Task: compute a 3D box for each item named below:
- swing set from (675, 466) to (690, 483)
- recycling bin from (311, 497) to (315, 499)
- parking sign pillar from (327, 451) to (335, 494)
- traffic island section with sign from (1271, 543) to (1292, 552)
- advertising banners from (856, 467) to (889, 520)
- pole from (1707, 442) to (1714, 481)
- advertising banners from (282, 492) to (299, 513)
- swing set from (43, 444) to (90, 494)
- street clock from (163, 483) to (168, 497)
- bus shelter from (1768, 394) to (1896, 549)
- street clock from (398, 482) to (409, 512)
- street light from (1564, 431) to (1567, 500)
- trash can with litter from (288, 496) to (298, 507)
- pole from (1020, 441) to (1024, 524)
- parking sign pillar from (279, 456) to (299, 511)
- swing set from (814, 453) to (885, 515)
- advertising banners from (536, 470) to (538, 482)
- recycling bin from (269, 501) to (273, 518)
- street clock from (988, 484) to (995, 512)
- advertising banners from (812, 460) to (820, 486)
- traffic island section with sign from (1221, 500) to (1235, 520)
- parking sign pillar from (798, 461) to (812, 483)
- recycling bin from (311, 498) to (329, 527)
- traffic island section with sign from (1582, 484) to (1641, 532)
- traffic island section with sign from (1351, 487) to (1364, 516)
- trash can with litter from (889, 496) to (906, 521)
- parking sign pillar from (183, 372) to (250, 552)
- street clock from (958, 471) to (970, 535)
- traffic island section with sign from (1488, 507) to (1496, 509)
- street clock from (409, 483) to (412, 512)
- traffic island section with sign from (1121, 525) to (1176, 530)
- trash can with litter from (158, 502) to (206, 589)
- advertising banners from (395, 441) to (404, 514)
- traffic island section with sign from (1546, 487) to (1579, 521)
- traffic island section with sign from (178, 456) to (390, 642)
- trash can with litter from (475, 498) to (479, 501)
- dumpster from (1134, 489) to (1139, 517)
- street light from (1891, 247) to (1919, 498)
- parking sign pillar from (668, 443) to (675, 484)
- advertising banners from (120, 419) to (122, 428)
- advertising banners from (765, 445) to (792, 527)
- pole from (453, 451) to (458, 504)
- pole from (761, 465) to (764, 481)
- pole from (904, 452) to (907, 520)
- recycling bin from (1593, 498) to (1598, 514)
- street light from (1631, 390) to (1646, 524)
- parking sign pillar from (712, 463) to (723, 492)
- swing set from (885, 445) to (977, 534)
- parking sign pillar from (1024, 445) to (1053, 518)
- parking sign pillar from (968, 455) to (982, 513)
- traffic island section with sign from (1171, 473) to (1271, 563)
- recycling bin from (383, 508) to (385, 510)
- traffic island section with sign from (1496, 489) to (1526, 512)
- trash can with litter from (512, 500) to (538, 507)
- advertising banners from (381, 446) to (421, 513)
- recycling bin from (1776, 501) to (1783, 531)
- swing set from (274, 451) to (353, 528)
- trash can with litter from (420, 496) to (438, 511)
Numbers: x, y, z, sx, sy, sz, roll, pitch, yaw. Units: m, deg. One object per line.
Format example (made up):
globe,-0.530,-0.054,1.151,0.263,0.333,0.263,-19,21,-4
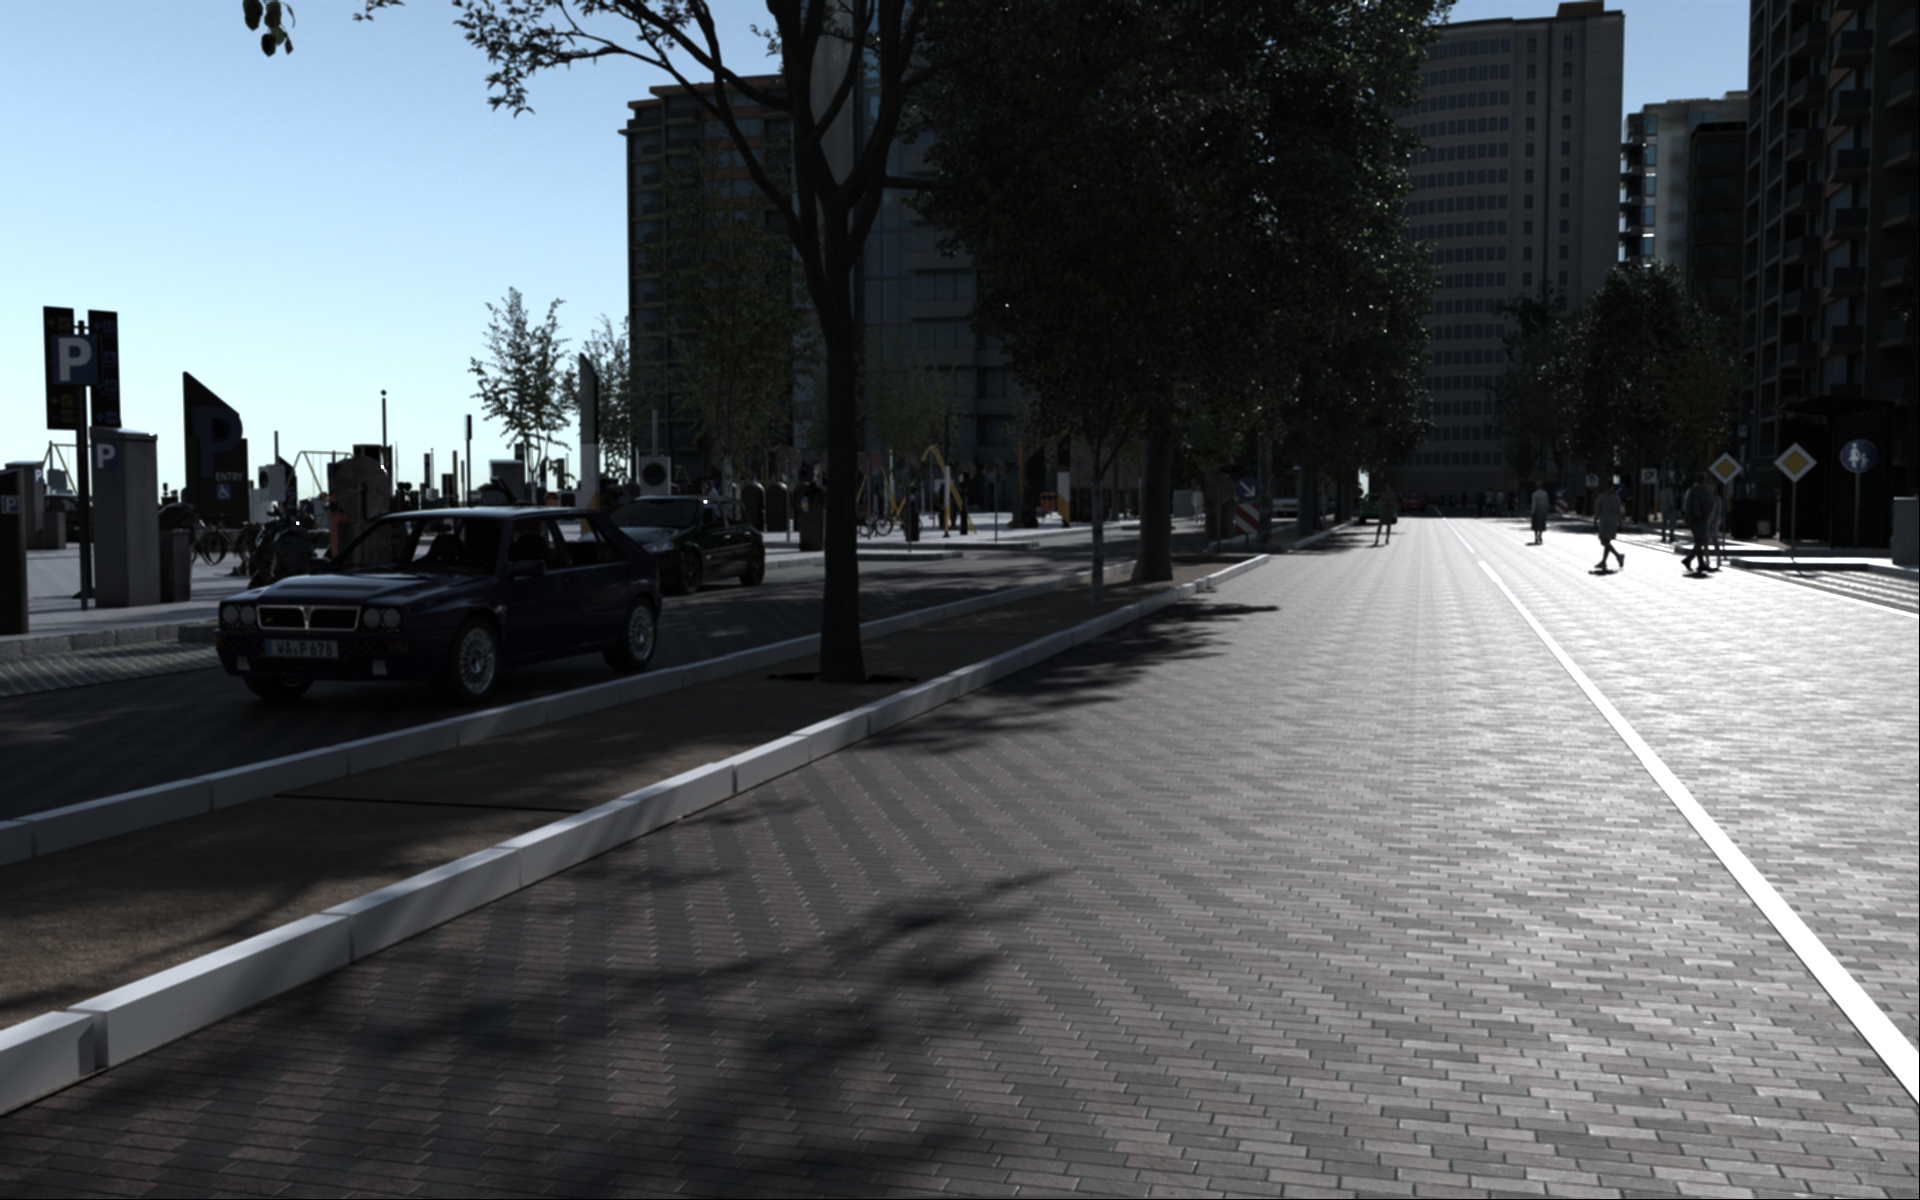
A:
swing set,-16.276,-6.101,97.365,2.862,2.851,3.119,-3,4,-39
recycling bin,-48.422,-7.204,130.346,0.722,1.027,0.722,-1,4,-9
parking sign pillar,-38.827,-7.255,107.089,1.447,3.967,1.447,-1,4,-18
traffic island section with sign,7.342,-2.184,43.847,2.006,1.907,1.989,1,4,15
advertising banners,-4.570,-5.509,86.258,2.074,3.025,0.090,-1,4,-18
pole,29.361,-4.524,67.808,0.158,3.312,0.155,0,3,0
advertising banners,-45.238,-7.321,115.884,2.074,3.025,0.090,1,4,10
swing set,-27.851,-3.536,55.434,2.862,2.851,3.119,1,4,13
street clock,-51.894,-6.642,113.165,0.358,2.002,0.471,-1,4,-18
bus shelter,21.860,-3.204,43.676,1.731,3.624,6.357,1,4,15
street clock,-33.659,-6.103,104.346,0.358,2.002,0.471,1,4,23
street light,39.511,-8.571,112.927,0.468,5.910,1.993,1,4,15
trash can with litter,-30.356,-4.170,79.239,2.233,1.210,1.678,2,4,31
pole,2.398,-4.476,67.028,0.158,3.312,0.155,0,3,0
parking sign pillar,-46.312,-7.995,119.188,1.447,3.967,1.447,2,4,32
swing set,-4.042,-4.143,65.357,2.862,2.851,3.119,3,4,38
advertising banners,-29.266,-7.596,120.378,0.090,3.025,2.074,-2,4,-23
recycling bin,-36.635,-4.797,90.992,0.722,1.027,0.722,1,4,13
street clock,2.230,-7.111,120.827,0.471,2.002,0.358,2,4,26
advertising banners,-8.099,-5.658,88.693,2.074,3.025,0.090,0,4,-5
traffic island section with sign,14.800,-5.368,96.397,1.989,1.847,2.006,1,4,15
parking sign pillar,-11.143,-8.327,124.623,1.447,3.967,1.447,-1,4,-11
recycling bin,-24.572,-3.347,67.273,0.722,1.027,0.722,2,4,34
traffic island section with sign,24.889,-3.519,66.171,1.989,1.847,2.006,1,4,15
traffic island section with sign,26.758,-6.624,116.444,2.006,1.907,1.989,1,4,15
trash can with litter,-3.032,-4.287,81.486,1.055,1.170,0.624,-1,4,-12
parking sign pillar,-16.598,-3.071,38.688,1.447,3.967,1.447,2,4,32
street clock,0.121,-3.045,54.361,0.358,2.002,0.471,-1,4,-23
traffic island section with sign,51.546,-9.610,165.755,1.989,1.847,2.006,1,4,15
street clock,-34.082,-6.258,106.883,0.358,2.002,0.471,3,5,44
traffic island section with sign,7.629,-3.729,69.593,1.989,1.847,2.006,1,4,15
trash can with litter,-10.546,-0.701,22.853,0.624,1.170,1.055,1,4,21
advertising banners,-18.721,-3.762,57.693,0.090,3.025,2.074,-1,4,-15
traffic island section with sign,31.922,-5.126,92.439,1.989,1.847,2.006,1,4,15
traffic island section with sign,-6.341,-0.535,17.374,1.989,1.847,2.006,1,4,15
trash can with litter,-14.119,-2.483,51.989,0.624,1.170,1.055,-3,4,-38
dumpster,10.462,-5.592,97.183,1.264,1.857,1.865,1,4,15
street light,17.930,-3.660,32.621,0.468,5.910,1.993,1,4,15
parking sign pillar,-15.384,-6.296,91.415,1.447,3.967,1.447,0,4,2
advertising banners,-20.367,-2.765,41.393,0.090,3.025,2.074,-3,5,-44
advertising banners,-6.891,-4.082,62.925,2.074,3.025,0.090,3,4,38
pole,-23.710,-5.354,81.375,0.158,3.312,0.155,0,3,0
pole,-14.033,-7.918,123.298,0.158,3.312,0.155,0,3,0
pole,-2.679,-5.553,84.630,0.158,3.312,0.155,0,3,0
recycling bin,40.997,-6.051,111.495,0.722,1.027,0.722,1,4,9
street light,29.434,-6.265,75.214,0.468,5.910,1.993,1,4,15
parking sign pillar,-12.955,-6.420,93.445,1.447,3.967,1.447,1,4,14
swing set,-0.935,-3.626,56.900,2.862,2.851,3.119,0,4,-2
parking sign pillar,4.022,-6.515,94.985,1.447,3.967,1.447,-3,5,-44
parking sign pillar,0.776,-8.060,120.258,1.447,3.967,1.447,3,4,38
traffic island section with sign,5.418,-1.747,36.694,2.006,1.907,1.989,1,4,15
recycling bin,-41.649,-6.810,123.895,0.722,1.027,0.722,3,5,41
traffic island section with sign,44.569,-8.018,139.715,1.989,1.847,2.006,1,4,15
trash can with litter,-7.552,-1.178,30.640,0.624,1.170,1.055,1,4,17
advertising banners,-20.732,-4.160,64.208,0.090,3.025,2.074,2,4,24
recycling bin,28.556,-2.890,59.806,0.722,1.027,0.722,-1,4,-19
swing set,-23.564,-4.075,64.250,2.862,2.851,3.119,1,4,15
trash can with litter,-16.615,-2.564,52.984,2.233,1.210,1.678,0,4,-8
